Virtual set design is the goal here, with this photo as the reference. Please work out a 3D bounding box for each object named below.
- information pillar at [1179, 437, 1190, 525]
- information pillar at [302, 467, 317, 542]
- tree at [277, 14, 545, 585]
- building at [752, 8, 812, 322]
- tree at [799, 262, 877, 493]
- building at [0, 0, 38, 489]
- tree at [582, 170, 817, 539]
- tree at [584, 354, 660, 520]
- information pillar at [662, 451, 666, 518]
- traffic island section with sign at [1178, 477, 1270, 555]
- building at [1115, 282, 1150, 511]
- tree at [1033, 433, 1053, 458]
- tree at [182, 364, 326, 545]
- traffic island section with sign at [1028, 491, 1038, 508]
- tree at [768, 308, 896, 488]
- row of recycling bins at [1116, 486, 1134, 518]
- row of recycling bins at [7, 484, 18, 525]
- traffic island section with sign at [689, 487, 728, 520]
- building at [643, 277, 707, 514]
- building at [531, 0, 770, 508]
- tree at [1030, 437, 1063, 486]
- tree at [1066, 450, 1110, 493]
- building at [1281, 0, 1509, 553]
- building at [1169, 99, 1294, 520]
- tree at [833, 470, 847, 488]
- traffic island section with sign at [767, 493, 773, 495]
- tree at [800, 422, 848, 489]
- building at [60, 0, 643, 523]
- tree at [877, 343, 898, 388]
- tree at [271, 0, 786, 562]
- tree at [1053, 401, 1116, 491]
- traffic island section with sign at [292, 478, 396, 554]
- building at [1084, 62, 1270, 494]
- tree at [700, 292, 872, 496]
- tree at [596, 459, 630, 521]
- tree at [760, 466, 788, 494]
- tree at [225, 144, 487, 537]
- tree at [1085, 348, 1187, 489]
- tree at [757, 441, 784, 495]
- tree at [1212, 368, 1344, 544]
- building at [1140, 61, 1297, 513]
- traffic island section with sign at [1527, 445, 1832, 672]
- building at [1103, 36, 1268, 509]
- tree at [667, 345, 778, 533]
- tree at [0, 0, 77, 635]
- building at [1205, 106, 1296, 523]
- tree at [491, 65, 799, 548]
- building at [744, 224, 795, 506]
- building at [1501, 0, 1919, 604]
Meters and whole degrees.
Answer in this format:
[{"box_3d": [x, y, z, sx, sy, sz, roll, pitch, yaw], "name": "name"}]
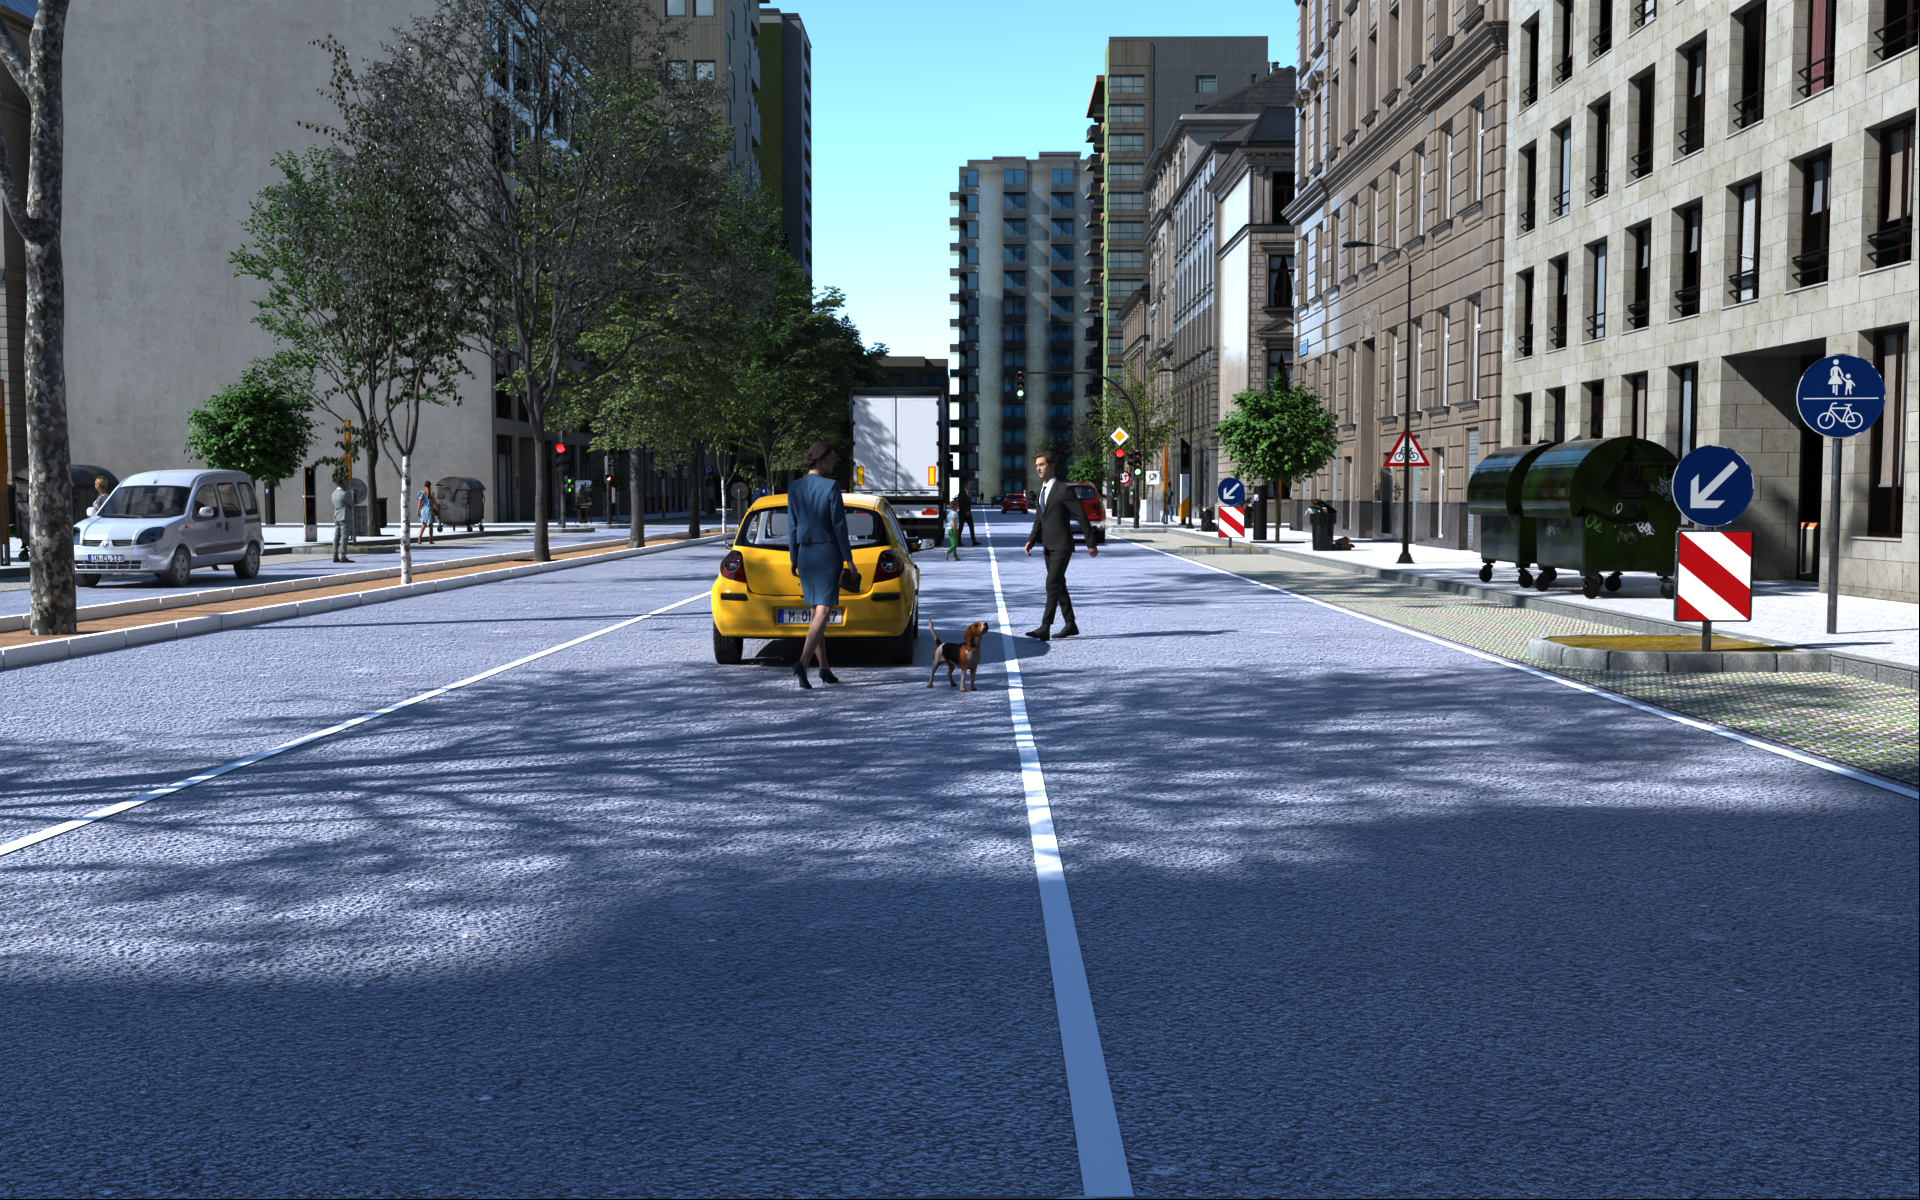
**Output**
[{"box_3d": [9.312, -4.903, 71.523, 0.504, 3.616, 0.183, -2, 4, -25], "name": "information pillar"}, {"box_3d": [-17.452, -2.568, 46.482, 0.304, 2.012, 0.304, -2, 4, -28], "name": "information pillar"}, {"box_3d": [-8.579, -4.524, 26.790, 4.360, 8.622, 3.978, 0, 3, 0], "name": "tree"}, {"box_3d": [-32.356, -40.858, 210.020, 28.212, 58.520, 21.231, 0, 4, 1], "name": "building"}, {"box_3d": [-8.265, -9.979, 83.734, 7.486, 12.596, 7.792, 0, 3, 0], "name": "tree"}, {"box_3d": [-53.911, -17.389, 81.569, 25.104, 27.353, 12.463, 0, 4, 1], "name": "building"}, {"box_3d": [-8.375, -7.743, 54.812, 9.928, 11.665, 9.643, 0, 3, 0], "name": "tree"}, {"box_3d": [-17.117, -8.333, 86.612, 4.360, 8.622, 3.978, 0, 3, 0], "name": "tree"}, {"box_3d": [-16.197, -6.309, 94.513, 0.183, 3.616, 0.504, 0, 4, 0], "name": "information pillar"}, {"box_3d": [6.314, -2.024, 41.727, 1.989, 1.847, 2.006, 0, 4, 1], "name": "traffic island section with sign"}, {"box_3d": [18.278, -16.678, 137.310, 10.561, 19.102, 19.286, 0, 4, 1], "name": "building"}, {"box_3d": [10.143, -14.211, 182.716, 4.360, 8.622, 3.978, 0, 3, 0], "name": "tree"}, {"box_3d": [-17.855, -3.685, 43.968, 4.285, 4.588, 4.351, 0, 3, 0], "name": "tree"}, {"box_3d": [8.245, -11.779, 201.218, 1.989, 1.847, 2.006, 0, 4, 1], "name": "traffic island section with sign"}, {"box_3d": [-8.046, -11.377, 105.475, 9.611, 12.733, 9.660, 0, 3, 0], "name": "tree"}, {"box_3d": [9.123, -5.381, 95.097, 1.069, 1.692, 3.534, 0, 4, 4], "name": "row of recycling bins"}, {"box_3d": [-38.633, -4.006, 72.610, 3.534, 1.692, 1.069, 0, 4, 4], "name": "row of recycling bins"}, {"box_3d": [-14.126, -5.428, 97.379, 1.989, 1.847, 2.006, 0, 4, 1], "name": "traffic island section with sign"}, {"box_3d": [-25.538, -19.883, 122.351, 12.463, 27.353, 25.104, 0, 4, 1], "name": "building"}, {"box_3d": [-33.238, -34.976, 161.096, 28.713, 52.752, 27.495, 0, 4, 1], "name": "building"}, {"box_3d": [10.621, -16.162, 214.610, 4.737, 8.622, 4.395, 0, 3, 0], "name": "tree"}, {"box_3d": [9.583, -8.795, 127.509, 4.285, 4.588, 4.351, 0, 3, 0], "name": "tree"}, {"box_3d": [17.136, -15.348, 48.206, 12.463, 27.353, 25.104, 0, 4, 1], "name": "building"}, {"box_3d": [17.176, -14.984, 94.144, 9.793, 20.994, 18.267, 0, 4, 1], "name": "building"}, {"box_3d": [-7.780, -10.305, 121.309, 4.360, 8.622, 3.978, 0, 3, 0], "name": "tree"}, {"box_3d": [-13.803, -7.094, 124.619, 1.989, 1.847, 2.006, 0, 4, 1], "name": "traffic island section with sign"}, {"box_3d": [-8.077, -8.873, 97.899, 4.737, 8.622, 4.395, 0, 3, 0], "name": "tree"}, {"box_3d": [-29.944, -17.619, 92.593, 19.350, 26.468, 34.151, 0, 4, 1], "name": "building"}, {"box_3d": [-7.406, -11.850, 114.330, 7.486, 12.596, 7.792, 0, 3, 0], "name": "tree"}, {"box_3d": [-8.827, -7.542, 36.140, 12.009, 13.543, 11.850, 0, 3, 0], "name": "tree"}, {"box_3d": [10.049, -11.418, 137.049, 4.360, 8.622, 3.978, 0, 3, 0], "name": "tree"}, {"box_3d": [-14.814, -2.035, 41.902, 1.989, 1.847, 2.006, 0, 4, 1], "name": "traffic island section with sign"}, {"box_3d": [24.372, -32.137, 180.067, 22.147, 44.769, 28.867, 0, 4, 1], "name": "building"}, {"box_3d": [-8.161, -8.454, 75.097, 8.767, 10.594, 7.601, 0, 4, 1], "name": "tree"}, {"box_3d": [-16.716, -5.382, 82.603, 1.663, 3.219, 1.824, 0, 3, 0], "name": "tree"}, {"box_3d": [-16.868, -10.764, 159.704, 4.285, 4.588, 4.351, 0, 3, 0], "name": "tree"}, {"box_3d": [-17.842, -7.730, 52.144, 9.928, 11.665, 9.643, 0, 3, 0], "name": "tree"}, {"box_3d": [9.281, -8.422, 88.067, 4.737, 8.622, 4.395, 0, 3, 0], "name": "tree"}, {"box_3d": [-16.053, -12.272, 151.005, 4.360, 8.622, 3.978, 0, 3, 0], "name": "tree"}, {"box_3d": [8.345, -3.782, 45.555, 4.285, 4.588, 4.351, 0, 3, 0], "name": "tree"}, {"box_3d": [19.827, -20.043, 115.099, 14.401, 28.519, 23.554, 0, 4, 1], "name": "building"}, {"box_3d": [5.985, -0.376, 14.774, 1.989, 1.847, 2.006, 0, 4, 1], "name": "traffic island section with sign"}, {"box_3d": [20.075, -29.064, 158.789, 14.154, 41.232, 14.086, 0, 4, 1], "name": "building"}, {"box_3d": [-8.532, -6.710, 62.532, 4.737, 8.622, 4.395, 0, 3, 0], "name": "tree"}, {"box_3d": [-10.431, -9.758, 17.890, 12.611, 20.169, 13.585, 0, 3, 0], "name": "tree"}, {"box_3d": [21.606, -13.186, 80.211, 19.286, 19.102, 10.561, 0, 4, 1], "name": "building"}, {"box_3d": [-8.669, -7.670, 45.996, 7.486, 12.596, 7.792, 0, 3, 0], "name": "tree"}, {"box_3d": [-25.236, -25.157, 183.013, 14.160, 30.474, 14.107, 0, 4, 1], "name": "building"}, {"box_3d": [16.456, -10.565, 27.484, 10.420, 20.320, 16.860, 0, 4, 1], "name": "building"}]
